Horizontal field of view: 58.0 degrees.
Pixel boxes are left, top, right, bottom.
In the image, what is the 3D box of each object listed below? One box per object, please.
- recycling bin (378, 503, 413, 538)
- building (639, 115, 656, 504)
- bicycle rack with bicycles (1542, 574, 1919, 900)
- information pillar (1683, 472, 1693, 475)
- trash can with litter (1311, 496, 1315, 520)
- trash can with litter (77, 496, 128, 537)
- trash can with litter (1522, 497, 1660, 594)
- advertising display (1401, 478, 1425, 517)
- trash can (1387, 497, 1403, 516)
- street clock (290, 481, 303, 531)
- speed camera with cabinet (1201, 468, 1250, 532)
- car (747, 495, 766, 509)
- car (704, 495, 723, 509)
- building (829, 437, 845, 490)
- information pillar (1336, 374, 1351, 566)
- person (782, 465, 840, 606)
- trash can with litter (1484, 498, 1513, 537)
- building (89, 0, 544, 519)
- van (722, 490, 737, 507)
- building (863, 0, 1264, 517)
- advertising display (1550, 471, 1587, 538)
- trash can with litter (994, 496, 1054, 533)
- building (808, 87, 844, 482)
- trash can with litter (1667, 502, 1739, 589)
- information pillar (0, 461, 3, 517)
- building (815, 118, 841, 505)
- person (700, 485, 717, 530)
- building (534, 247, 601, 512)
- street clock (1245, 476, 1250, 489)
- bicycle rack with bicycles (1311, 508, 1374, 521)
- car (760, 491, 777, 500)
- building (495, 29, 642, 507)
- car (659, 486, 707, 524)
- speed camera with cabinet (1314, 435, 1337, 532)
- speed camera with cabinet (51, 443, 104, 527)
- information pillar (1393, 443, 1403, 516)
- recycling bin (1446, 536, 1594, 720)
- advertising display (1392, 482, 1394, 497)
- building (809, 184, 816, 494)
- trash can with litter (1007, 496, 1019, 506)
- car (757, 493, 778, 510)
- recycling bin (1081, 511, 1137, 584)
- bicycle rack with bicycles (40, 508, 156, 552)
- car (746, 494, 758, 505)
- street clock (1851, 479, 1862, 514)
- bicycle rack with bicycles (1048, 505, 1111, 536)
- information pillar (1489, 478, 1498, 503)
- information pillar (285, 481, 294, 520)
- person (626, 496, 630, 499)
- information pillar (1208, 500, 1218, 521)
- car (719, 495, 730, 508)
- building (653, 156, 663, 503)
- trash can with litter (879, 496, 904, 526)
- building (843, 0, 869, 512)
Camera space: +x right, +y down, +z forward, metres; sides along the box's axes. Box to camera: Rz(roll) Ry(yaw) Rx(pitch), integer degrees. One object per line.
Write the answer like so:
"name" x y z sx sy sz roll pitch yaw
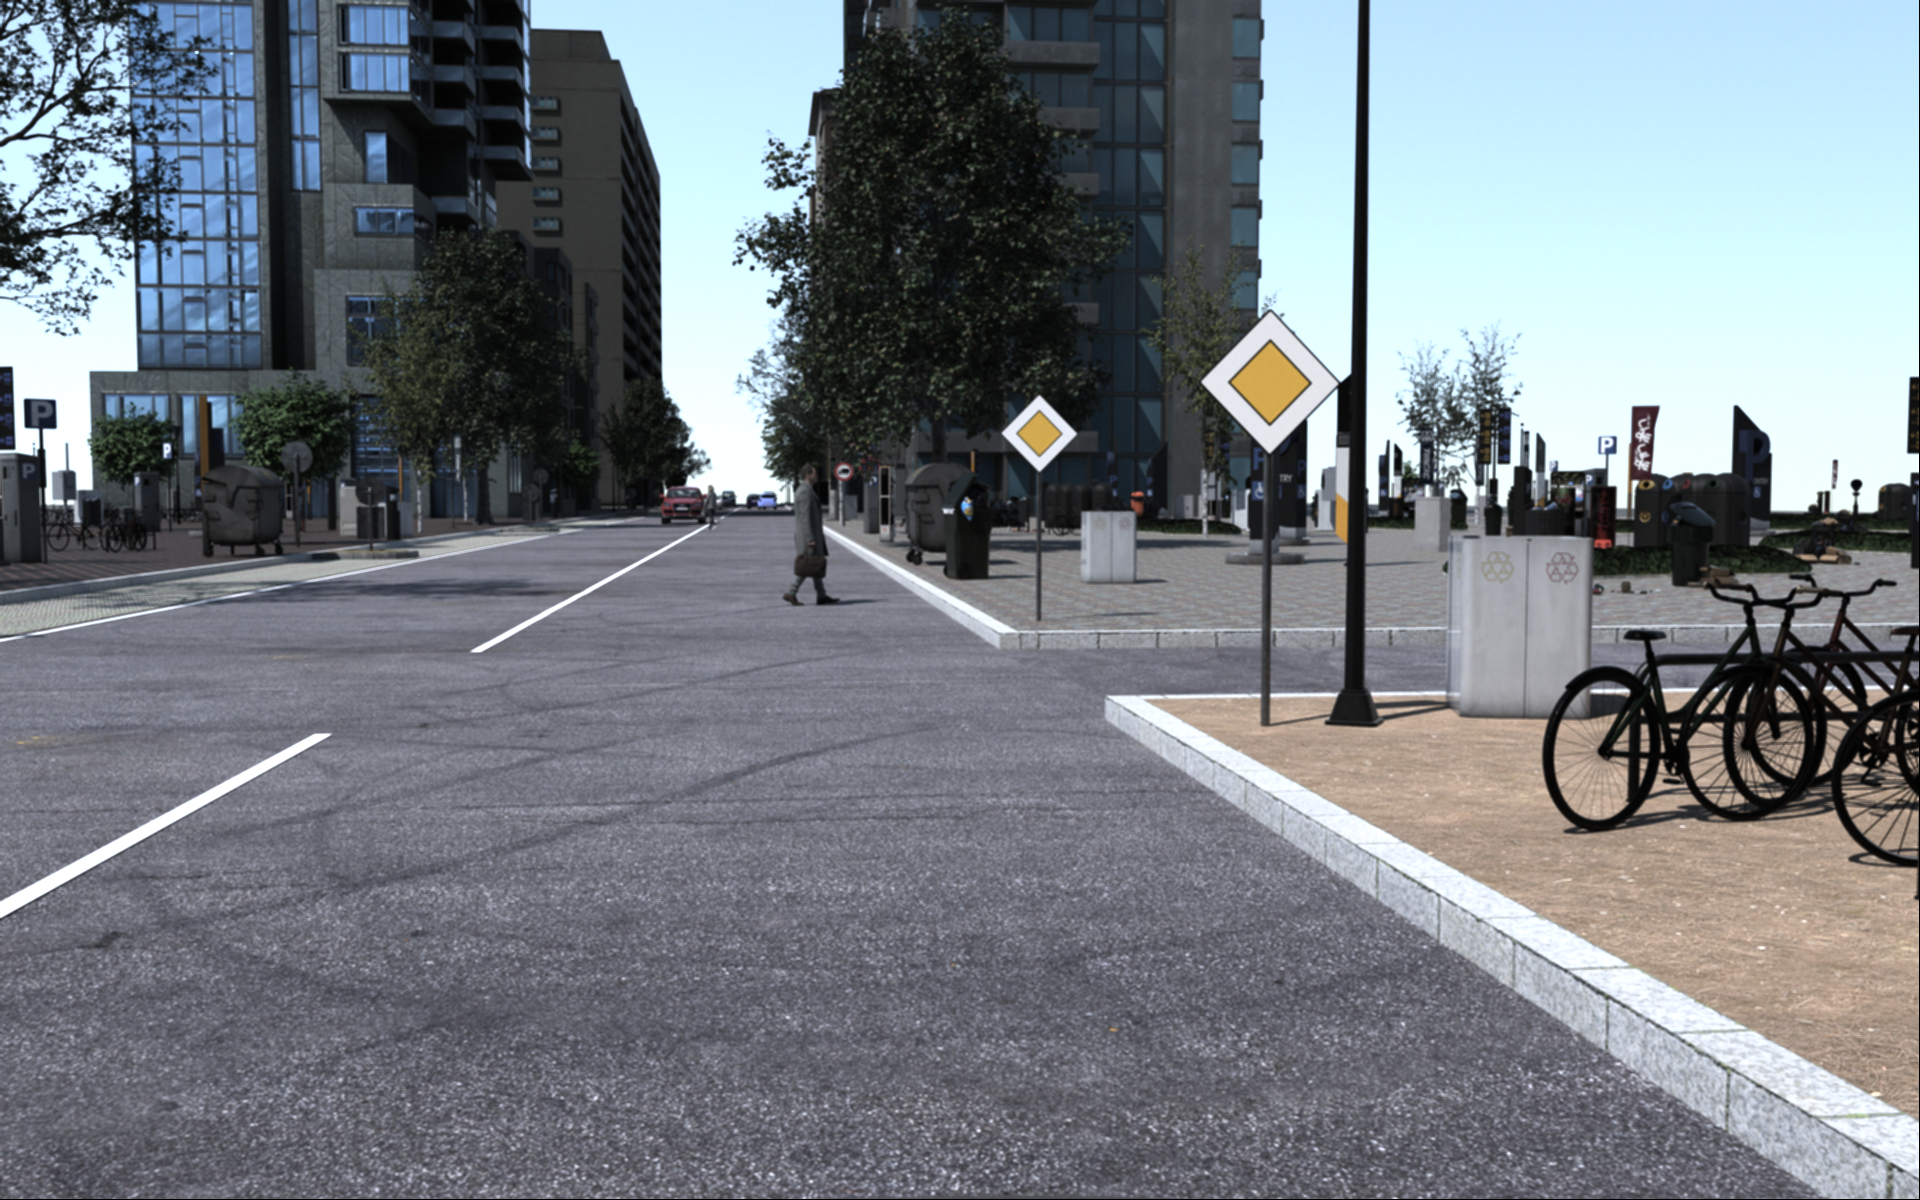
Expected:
"recycling bin" -16.685 -2.365 51.228 0.722 1.027 0.722 2 4 32
"building" -48.307 -35.645 206.502 21.300 48.544 21.600 0 4 -6
"bicycle rack with bicycles" 3.624 0.418 6.556 2.925 0.926 2.852 0 4 -7
"information pillar" 24.689 -3.321 58.792 0.304 2.012 0.304 2 4 32
"trash can with litter" 17.803 -4.518 85.258 0.624 1.170 1.055 -3 4 -36
"trash can with litter" -26.107 -2.564 52.987 1.678 1.210 2.233 3 4 37
"trash can with litter" 7.995 -0.699 22.485 2.233 1.210 1.678 0 4 7
"advertising display" 17.840 -3.852 68.201 0.974 1.923 0.123 -1 4 -15
"trash can" 18.636 -3.816 74.042 0.748 1.137 0.748 0 3 0
"street clock" -22.739 -3.354 59.403 0.471 2.002 0.358 -2 4 -32
"speed camera with cabinet" 9.629 -4.119 61.685 2.038 3.252 0.660 1 4 13
"car" -19.343 -9.315 164.873 1.945 1.354 3.894 0 4 -5
"car" -23.308 -9.202 162.806 2.083 1.381 4.827 0 4 -7
"building" -7.389 -25.503 188.677 14.160 30.474 14.107 0 4 -6
"information pillar" 6.947 -2.411 30.772 0.504 3.616 0.183 1 4 19
"person" -1.920 -0.841 22.355 0.767 1.812 0.694 -1 4 -9
"trash can with litter" 16.417 -2.513 52.469 1.055 1.170 0.624 2 4 24
"building" -36.746 -48.346 103.127 22.319 86.520 31.000 0 4 -6
"van" -26.351 -11.628 197.129 2.013 2.044 4.112 0 4 -7
"building" 5.518 -29.899 108.450 23.786 49.044 30.456 0 4 -6
"advertising display" 17.050 -2.653 48.591 0.974 1.923 0.123 3 4 39
"trash can with litter" 2.283 -2.859 57.801 1.678 1.210 2.233 -2 4 -35
"building" -4.793 -38.813 223.823 28.713 52.752 27.495 0 4 -6
"trash can with litter" 10.295 -0.765 23.901 0.624 1.170 1.055 -1 4 -22
"information pillar" -21.328 -2.095 38.747 0.304 2.012 0.304 3 5 40
"building" -9.071 -33.793 202.632 14.600 45.320 14.200 0 4 -6
"person" -9.973 -3.693 69.065 0.728 1.800 0.709 3 5 44
"building" -43.416 -17.703 134.475 27.650 21.520 28.899 0 4 -6
"street clock" 11.754 -3.998 69.931 0.471 2.002 0.358 0 4 4
"bicycle rack with bicycles" 17.584 -4.068 79.889 2.925 0.926 2.852 0 4 7
"car" -25.827 -13.776 233.915 2.281 1.827 5.304 0 4 -7
"building" -46.078 -34.334 185.057 21.300 48.544 21.600 0 4 -6
"car" -13.361 -4.599 83.872 2.281 1.827 5.304 0 4 -7
"speed camera with cabinet" 12.549 -3.962 59.107 0.660 3.252 2.038 0 4 3
"speed camera with cabinet" -34.288 -4.462 67.292 0.660 3.252 2.038 1 4 16
"information pillar" 20.025 -5.376 79.254 0.183 3.616 0.504 -2 4 -30
"recycling bin" 3.279 0.144 10.198 0.722 1.027 0.722 1 4 8
"advertising display" 23.479 -5.381 93.189 0.123 1.923 0.974 3 4 36
"building" -14.127 -36.347 244.378 14.600 45.320 14.200 0 4 -6
"trash can with litter" 2.731 -4.347 82.465 0.624 1.170 1.055 2 4 33
"car" -17.854 -9.224 160.395 1.945 1.707 3.694 0 4 -8
"recycling bin" 2.147 -0.764 25.038 0.722 1.027 0.722 0 4 -3
"bicycle rack with bicycles" -19.427 -1.588 39.340 2.852 0.926 2.925 1 4 9
"car" -27.089 -13.363 227.287 1.959 1.807 4.718 0 4 -5
"street clock" 43.963 -4.918 84.980 0.471 2.002 0.358 1 4 11
"bicycle rack with bicycles" 4.056 -2.512 54.451 2.925 0.926 2.852 -1 4 -10
"information pillar" 25.129 -4.718 81.625 0.304 2.012 0.304 -2 4 -27
"information pillar" -32.909 -4.925 85.022 0.304 2.012 0.304 -1 4 -8
"person" -32.706 -9.962 171.244 0.599 1.838 0.709 3 5 44
"information pillar" 9.601 -3.749 65.793 0.304 2.012 0.304 -1 4 -16
"car" -25.567 -10.542 184.946 1.945 1.354 3.894 0 4 -7
"building" -50.777 -37.000 228.648 21.300 48.544 21.600 0 4 -6
"trash can with litter" -2.743 -3.517 68.565 2.233 1.210 1.678 -3 5 -42
"building" -1.809 -27.357 130.878 14.154 41.232 14.086 0 4 -6
